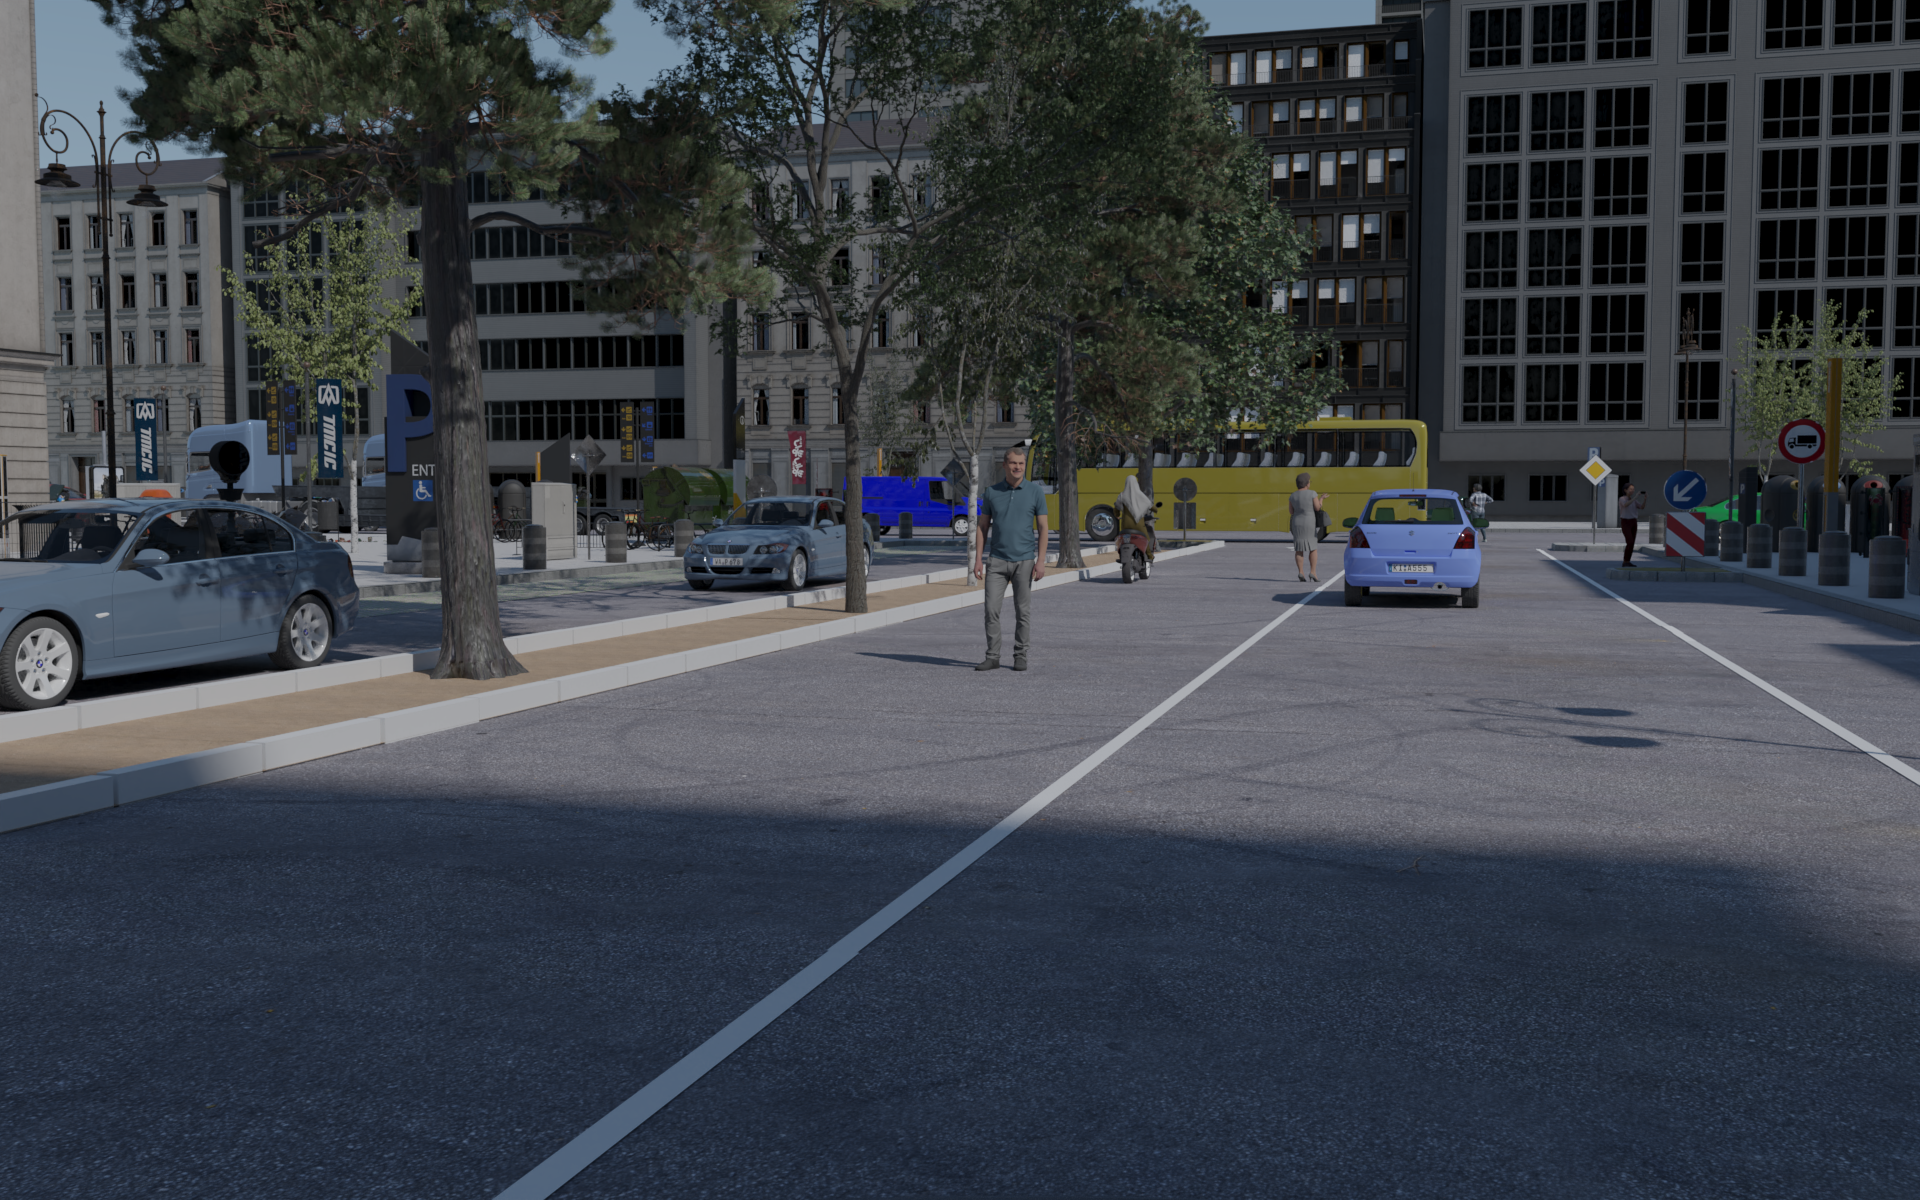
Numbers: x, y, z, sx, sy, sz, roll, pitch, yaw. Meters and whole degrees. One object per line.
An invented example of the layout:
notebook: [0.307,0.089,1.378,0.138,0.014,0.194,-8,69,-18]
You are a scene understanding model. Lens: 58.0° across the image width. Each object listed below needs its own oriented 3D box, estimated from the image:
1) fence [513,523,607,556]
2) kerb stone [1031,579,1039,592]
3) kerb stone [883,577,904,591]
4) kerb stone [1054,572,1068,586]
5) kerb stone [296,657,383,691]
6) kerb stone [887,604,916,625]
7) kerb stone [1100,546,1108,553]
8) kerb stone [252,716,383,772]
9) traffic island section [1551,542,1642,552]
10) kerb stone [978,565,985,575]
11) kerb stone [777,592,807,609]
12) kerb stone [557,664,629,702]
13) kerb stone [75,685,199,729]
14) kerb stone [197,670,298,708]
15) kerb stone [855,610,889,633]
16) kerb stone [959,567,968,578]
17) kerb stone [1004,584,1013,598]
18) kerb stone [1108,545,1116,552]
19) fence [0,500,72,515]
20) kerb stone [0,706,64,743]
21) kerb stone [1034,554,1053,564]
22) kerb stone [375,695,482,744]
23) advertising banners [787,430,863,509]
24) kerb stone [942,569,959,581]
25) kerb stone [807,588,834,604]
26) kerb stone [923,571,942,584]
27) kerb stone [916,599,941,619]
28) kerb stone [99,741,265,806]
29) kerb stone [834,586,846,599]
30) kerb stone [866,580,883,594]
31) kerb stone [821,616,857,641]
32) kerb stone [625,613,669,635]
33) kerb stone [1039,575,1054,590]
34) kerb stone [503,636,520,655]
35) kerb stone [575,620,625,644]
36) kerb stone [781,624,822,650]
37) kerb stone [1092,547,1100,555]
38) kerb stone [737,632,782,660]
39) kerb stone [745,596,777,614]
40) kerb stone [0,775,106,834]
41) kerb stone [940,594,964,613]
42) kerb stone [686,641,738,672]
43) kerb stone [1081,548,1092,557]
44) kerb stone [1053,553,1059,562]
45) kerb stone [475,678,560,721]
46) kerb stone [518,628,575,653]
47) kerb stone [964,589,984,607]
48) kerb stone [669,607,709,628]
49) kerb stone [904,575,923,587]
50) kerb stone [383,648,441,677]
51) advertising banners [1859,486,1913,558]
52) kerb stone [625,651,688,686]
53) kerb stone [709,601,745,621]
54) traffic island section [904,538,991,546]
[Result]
fence: [-8.314,-1.275,36.220,2.069,0.683,0.278,0,4,5]
kerb stone: [0.941,-0.188,25.274,0.120,0.150,1.000,1,4,16]
kerb stone: [-1.085,-0.221,25.816,0.120,0.150,1.000,1,4,16]
kerb stone: [1.499,-0.310,27.256,0.120,0.150,1.000,1,4,16]
kerb stone: [-4.693,0.564,12.969,0.120,0.150,1.000,1,4,16]
kerb stone: [-0.720,0.175,19.337,0.120,0.150,1.000,1,4,16]
kerb stone: [3.355,-1.190,41.651,0.120,0.150,1.000,1,4,16]
kerb stone: [-3.506,0.781,9.433,0.120,0.150,1.000,1,4,16]
traffic island section: [16.200,-1.340,44.198,2.009,0.180,2.903,1,4,16]
kerb stone: [0.298,-0.524,30.762,0.120,0.150,1.000,1,4,16]
kerb stone: [-2.197,0.020,21.864,0.120,0.150,1.000,1,4,16]
kerb stone: [-2.669,0.599,12.409,0.120,0.150,1.000,1,4,16]
kerb stone: [-5.249,0.685,10.997,0.120,0.150,1.000,1,4,16]
kerb stone: [-4.970,0.625,11.983,0.120,0.150,1.000,1,4,16]
kerb stone: [-0.996,0.235,18.351,0.120,0.150,1.000,1,4,16]
kerb stone: [0.028,-0.463,29.767,0.120,0.150,1.000,1,4,16]
kerb stone: [0.668,-0.128,24.286,0.120,0.150,1.000,1,4,16]
kerb stone: [3.633,-1.251,42.648,0.120,0.150,1.000,1,4,16]
fence: [-14.156,-0.889,25.734,0.480,1.192,2.264,2,4,28]
kerb stone: [-5.524,0.748,9.999,0.120,0.150,1.000,1,4,16]
kerb stone: [1.695,-0.825,35.712,0.120,0.150,1.000,1,4,16]
kerb stone: [-3.216,0.720,10.422,0.120,0.150,1.000,1,4,16]
advertising banners: [-3.703,-3.139,47.511,2.074,3.025,0.090,0,4,4]
kerb stone: [-0.250,-0.403,28.781,0.120,0.150,1.000,1,4,16]
kerb stone: [-1.917,-0.040,22.850,0.120,0.150,1.000,1,4,16]
kerb stone: [-0.529,-0.336,27.794,0.120,0.150,1.000,1,4,16]
kerb stone: [-0.445,0.115,20.324,0.120,0.150,1.000,1,4,16]
kerb stone: [-3.778,0.842,8.434,0.120,0.150,1.000,1,4,16]
kerb stone: [-1.645,-0.097,23.838,0.120,0.150,1.000,1,4,16]
kerb stone: [-1.360,-0.161,24.829,0.120,0.150,1.000,1,4,16]
kerb stone: [-1.280,0.299,17.348,0.120,0.150,1.000,1,4,16]
kerb stone: [-3.309,0.263,17.903,0.120,0.150,1.000,1,4,16]
kerb stone: [1.222,-0.249,26.265,0.120,0.150,1.000,1,4,16]
kerb stone: [-4.134,0.447,14.941,0.120,0.150,1.000,1,4,16]
kerb stone: [-3.584,0.326,16.916,0.120,0.150,1.000,1,4,16]
kerb stone: [-1.559,0.358,16.356,0.120,0.150,1.000,1,4,16]
kerb stone: [3.077,-1.130,40.665,0.120,0.150,1.000,1,4,16]
kerb stone: [-1.840,0.420,15.370,0.120,0.150,1.000,1,4,16]
kerb stone: [-2.480,0.081,20.871,0.120,0.150,1.000,1,4,16]
kerb stone: [-4.058,0.908,7.443,0.120,0.150,1.000,1,4,16]
kerb stone: [-0.173,0.054,21.312,0.120,0.150,1.000,1,4,16]
kerb stone: [-2.114,0.479,14.382,0.120,0.150,1.000,1,4,16]
kerb stone: [2.803,-1.069,39.670,0.120,0.150,1.000,1,4,16]
kerb stone: [1.965,-0.887,36.701,0.120,0.150,1.000,1,4,16]
kerb stone: [-2.951,0.660,11.412,0.120,0.150,1.000,1,4,16]
kerb stone: [-3.860,0.384,15.929,0.120,0.150,1.000,1,4,16]
kerb stone: [0.107,-0.007,22.310,0.120,0.150,1.000,1,4,16]
kerb stone: [-3.026,0.202,18.896,0.120,0.150,1.000,1,4,16]
kerb stone: [-0.810,-0.275,26.804,0.120,0.150,1.000,1,4,16]
kerb stone: [-4.418,0.504,13.957,0.120,0.150,1.000,1,4,16]
advertising banners: [19.062,-2.369,34.917,2.074,3.025,0.090,-1,4,-14]
kerb stone: [-2.393,0.538,13.396,0.120,0.150,1.000,1,4,16]
kerb stone: [-2.748,0.141,19.882,0.120,0.150,1.000,1,4,16]
traffic island section: [-0.209,-1.621,48.789,2.009,0.180,2.903,1,4,16]
